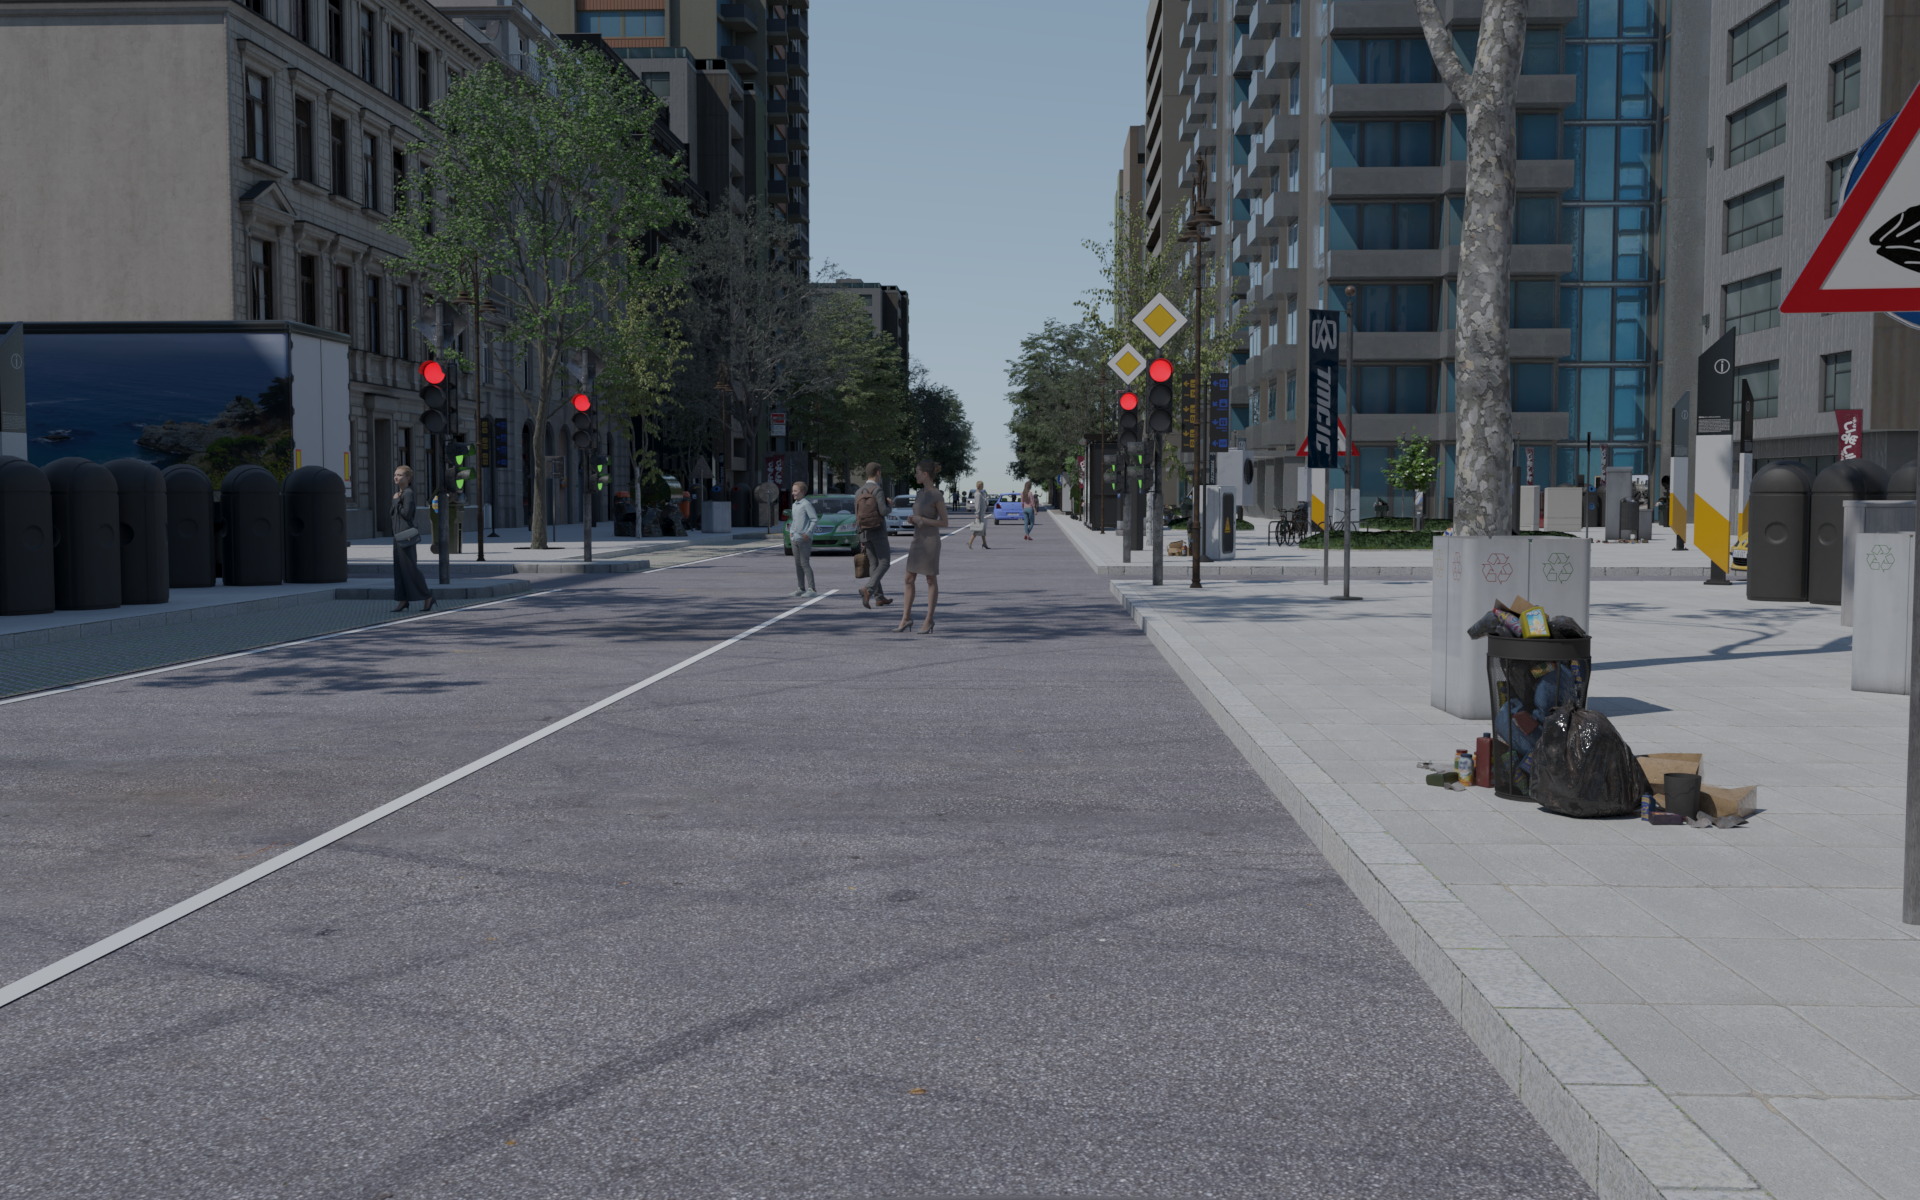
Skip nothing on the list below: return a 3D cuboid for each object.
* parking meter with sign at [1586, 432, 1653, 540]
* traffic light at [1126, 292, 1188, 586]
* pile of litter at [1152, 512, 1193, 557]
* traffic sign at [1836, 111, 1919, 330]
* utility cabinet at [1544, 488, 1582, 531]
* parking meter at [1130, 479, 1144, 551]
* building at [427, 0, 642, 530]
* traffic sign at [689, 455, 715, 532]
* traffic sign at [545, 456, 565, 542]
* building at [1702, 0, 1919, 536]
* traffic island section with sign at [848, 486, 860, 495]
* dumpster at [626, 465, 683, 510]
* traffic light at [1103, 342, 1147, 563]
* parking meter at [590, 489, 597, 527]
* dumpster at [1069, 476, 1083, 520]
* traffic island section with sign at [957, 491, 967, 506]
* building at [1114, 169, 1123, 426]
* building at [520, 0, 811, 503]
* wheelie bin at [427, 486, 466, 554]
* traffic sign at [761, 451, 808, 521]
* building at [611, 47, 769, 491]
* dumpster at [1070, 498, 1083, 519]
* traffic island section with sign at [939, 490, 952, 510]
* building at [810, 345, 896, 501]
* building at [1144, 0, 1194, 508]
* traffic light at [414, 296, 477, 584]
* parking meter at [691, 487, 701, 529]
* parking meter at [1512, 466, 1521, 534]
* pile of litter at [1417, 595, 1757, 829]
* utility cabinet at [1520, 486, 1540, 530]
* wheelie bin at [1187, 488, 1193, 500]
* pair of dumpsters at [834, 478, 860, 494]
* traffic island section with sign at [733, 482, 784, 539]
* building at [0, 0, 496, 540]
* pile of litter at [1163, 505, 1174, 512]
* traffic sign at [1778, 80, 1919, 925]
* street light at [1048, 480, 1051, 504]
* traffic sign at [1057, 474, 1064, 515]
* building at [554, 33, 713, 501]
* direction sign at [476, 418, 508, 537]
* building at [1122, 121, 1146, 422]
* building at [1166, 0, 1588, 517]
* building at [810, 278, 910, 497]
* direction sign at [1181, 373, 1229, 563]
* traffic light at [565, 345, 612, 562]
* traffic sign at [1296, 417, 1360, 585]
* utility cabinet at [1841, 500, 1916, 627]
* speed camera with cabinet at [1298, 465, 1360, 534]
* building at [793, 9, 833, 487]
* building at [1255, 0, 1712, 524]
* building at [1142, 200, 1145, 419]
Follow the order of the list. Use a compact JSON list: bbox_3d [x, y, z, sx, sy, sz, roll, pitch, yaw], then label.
[{"bbox_3d":[18.365,-3.178,48.220,1.738,3.016,0.543,1,4,22],"label":"parking meter with sign"},{"bbox_3d":[2.758,-2.158,24.208,0.839,4.253,0.868,0,4,2],"label":"traffic light"},{"bbox_3d":[4.801,-1.348,36.013,1.719,0.858,1.176,0,4,2],"label":"pile of litter"},{"bbox_3d":[3.186,-0.336,5.598,0.768,2.556,0.104,0,4,5],"label":"traffic sign"},{"bbox_3d":[20.385,-3.051,58.559,1.173,1.500,0.318,0,4,-3],"label":"utility cabinet"},{"bbox_3d":[3.985,-2.050,39.234,0.255,1.863,0.399,2,4,28],"label":"parking meter"},{"bbox_3d":[-22.312,-14.082,72.035,13.314,21.916,24.055,0,4,2],"label":"building"},{"bbox_3d":[-8.637,-3.544,57.952,0.884,2.594,0.081,0,4,8],"label":"traffic sign"},{"bbox_3d":[-10.914,-2.715,46.523,0.606,2.300,0.079,0,4,3],"label":"traffic sign"},{"bbox_3d":[29.608,-16.781,46.067,14.107,30.474,14.160,0,4,2],"label":"building"},{"bbox_3d":[-4.978,-4.495,82.127,1.989,1.847,2.006,0,4,2],"label":"traffic island section with sign"},{"bbox_3d":[-10.045,-3.330,56.943,1.502,2.255,1.985,0,4,2],"label":"dumpster"},{"bbox_3d":[3.093,-2.646,32.187,0.839,4.253,0.868,0,4,2],"label":"traffic light"},{"bbox_3d":[-14.227,-3.574,66.839,0.372,1.533,0.369,0,3,0],"label":"parking meter"},{"bbox_3d":[6.144,-5.067,85.339,1.502,2.255,1.985,0,4,3],"label":"dumpster"},{"bbox_3d":[0.607,-12.610,214.799,1.989,1.847,2.006,0,4,2],"label":"traffic island section with sign"},{"bbox_3d":[26.846,-32.821,220.224,14.154,41.232,14.086,0,4,2],"label":"building"},{"bbox_3d":[-23.822,-29.507,137.069,22.147,44.769,28.867,0,4,2],"label":"building"},{"bbox_3d":[-11.009,-1.793,37.226,0.693,1.594,0.980,0,4,-1],"label":"wheelie bin"},{"bbox_3d":[-8.343,-5.407,82.283,2.265,3.308,0.079,1,4,9],"label":"traffic sign"},{"bbox_3d":[-20.906,-21.053,115.917,14.160,30.474,14.107,0,4,2],"label":"building"},{"bbox_3d":[6.286,-5.101,89.165,1.264,1.857,1.865,0,4,2],"label":"dumpster"},{"bbox_3d":[-1.721,-9.236,159.635,1.989,1.847,2.006,0,4,2],"label":"traffic island section with sign"},{"bbox_3d":[-22.959,-22.643,215.254,27.650,21.520,28.899,0,4,2],"label":"building"},{"bbox_3d":[27.258,-32.129,149.005,21.300,48.544,21.600,0,4,2],"label":"building"},{"bbox_3d":[-7.345,-2.183,24.616,0.839,4.253,0.868,0,4,2],"label":"traffic light"},{"bbox_3d":[-9.832,-3.437,64.603,0.372,1.533,0.369,0,3,0],"label":"parking meter"},{"bbox_3d":[11.643,-1.895,36.691,0.399,1.863,0.255,3,4,37],"label":"parking meter"},{"bbox_3d":[2.656,0.399,7.444,1.176,0.858,1.719,0,4,-5],"label":"pile of litter"},{"bbox_3d":[14.962,-2.316,46.548,0.318,1.500,1.173,-3,5,-41],"label":"utility cabinet"},{"bbox_3d":[12.371,-5.142,91.981,0.693,1.594,0.980,0,4,3],"label":"wheelie bin"},{"bbox_3d":[-6.931,-6.322,105.856,1.574,2.255,4.437,0,4,2],"label":"pair of dumpsters"},{"bbox_3d":[-6.106,-2.848,55.196,1.989,1.847,2.006,0,4,2],"label":"traffic island section with sign"},{"bbox_3d":[-21.605,-11.365,50.441,10.561,19.102,19.286,0,4,2],"label":"building"},{"bbox_3d":[8.380,-3.380,69.225,1.719,0.858,1.176,3,5,40],"label":"pile of litter"},{"bbox_3d":[2.853,-0.312,5.102,0.884,2.594,0.081,0,4,8],"label":"traffic sign"},{"bbox_3d":[9.845,-12.865,183.135,0.468,5.910,1.993,0,4,2],"label":"street light"},{"bbox_3d":[6.283,-6.448,105.525,0.768,2.556,0.104,1,4,11],"label":"traffic sign"},{"bbox_3d":[-20.762,-16.035,91.850,12.332,23.373,15.834,0,4,2],"label":"building"},{"bbox_3d":[-13.904,-3.640,51.519,0.876,3.537,0.379,-2,4,-23],"label":"direction sign"},{"bbox_3d":[26.611,-33.995,205.934,14.600,45.320,14.200,0,4,2],"label":"building"},{"bbox_3d":[27.345,-30.787,122.984,23.786,49.044,30.456,0,4,2],"label":"building"},{"bbox_3d":[-14.390,-28.434,236.589,14.160,30.474,14.107,0,4,2],"label":"building"},{"bbox_3d":[4.592,-2.477,32.500,0.876,3.537,0.379,1,4,10],"label":"direction sign"},{"bbox_3d":[-7.010,-2.671,32.594,0.839,4.253,0.868,0,4,2],"label":"traffic light"},{"bbox_3d":[5.150,-1.486,24.307,0.884,2.594,0.081,0,4,4],"label":"traffic sign"},{"bbox_3d":[9.087,-0.346,16.825,1.020,1.237,0.306,-1,4,-17],"label":"utility cabinet"},{"bbox_3d":[11.946,-3.777,56.093,2.038,3.252,0.660,-1,4,-22],"label":"speed camera with cabinet"},{"bbox_3d":[-22.588,-44.200,160.926,20.563,71.187,20.611,0,4,2],"label":"building"},{"bbox_3d":[25.811,-28.555,86.477,23.786,49.044,30.456,0,4,2],"label":"building"},{"bbox_3d":[24.581,-24.213,167.580,14.160,30.474,14.107,0,4,2],"label":"building"}]
